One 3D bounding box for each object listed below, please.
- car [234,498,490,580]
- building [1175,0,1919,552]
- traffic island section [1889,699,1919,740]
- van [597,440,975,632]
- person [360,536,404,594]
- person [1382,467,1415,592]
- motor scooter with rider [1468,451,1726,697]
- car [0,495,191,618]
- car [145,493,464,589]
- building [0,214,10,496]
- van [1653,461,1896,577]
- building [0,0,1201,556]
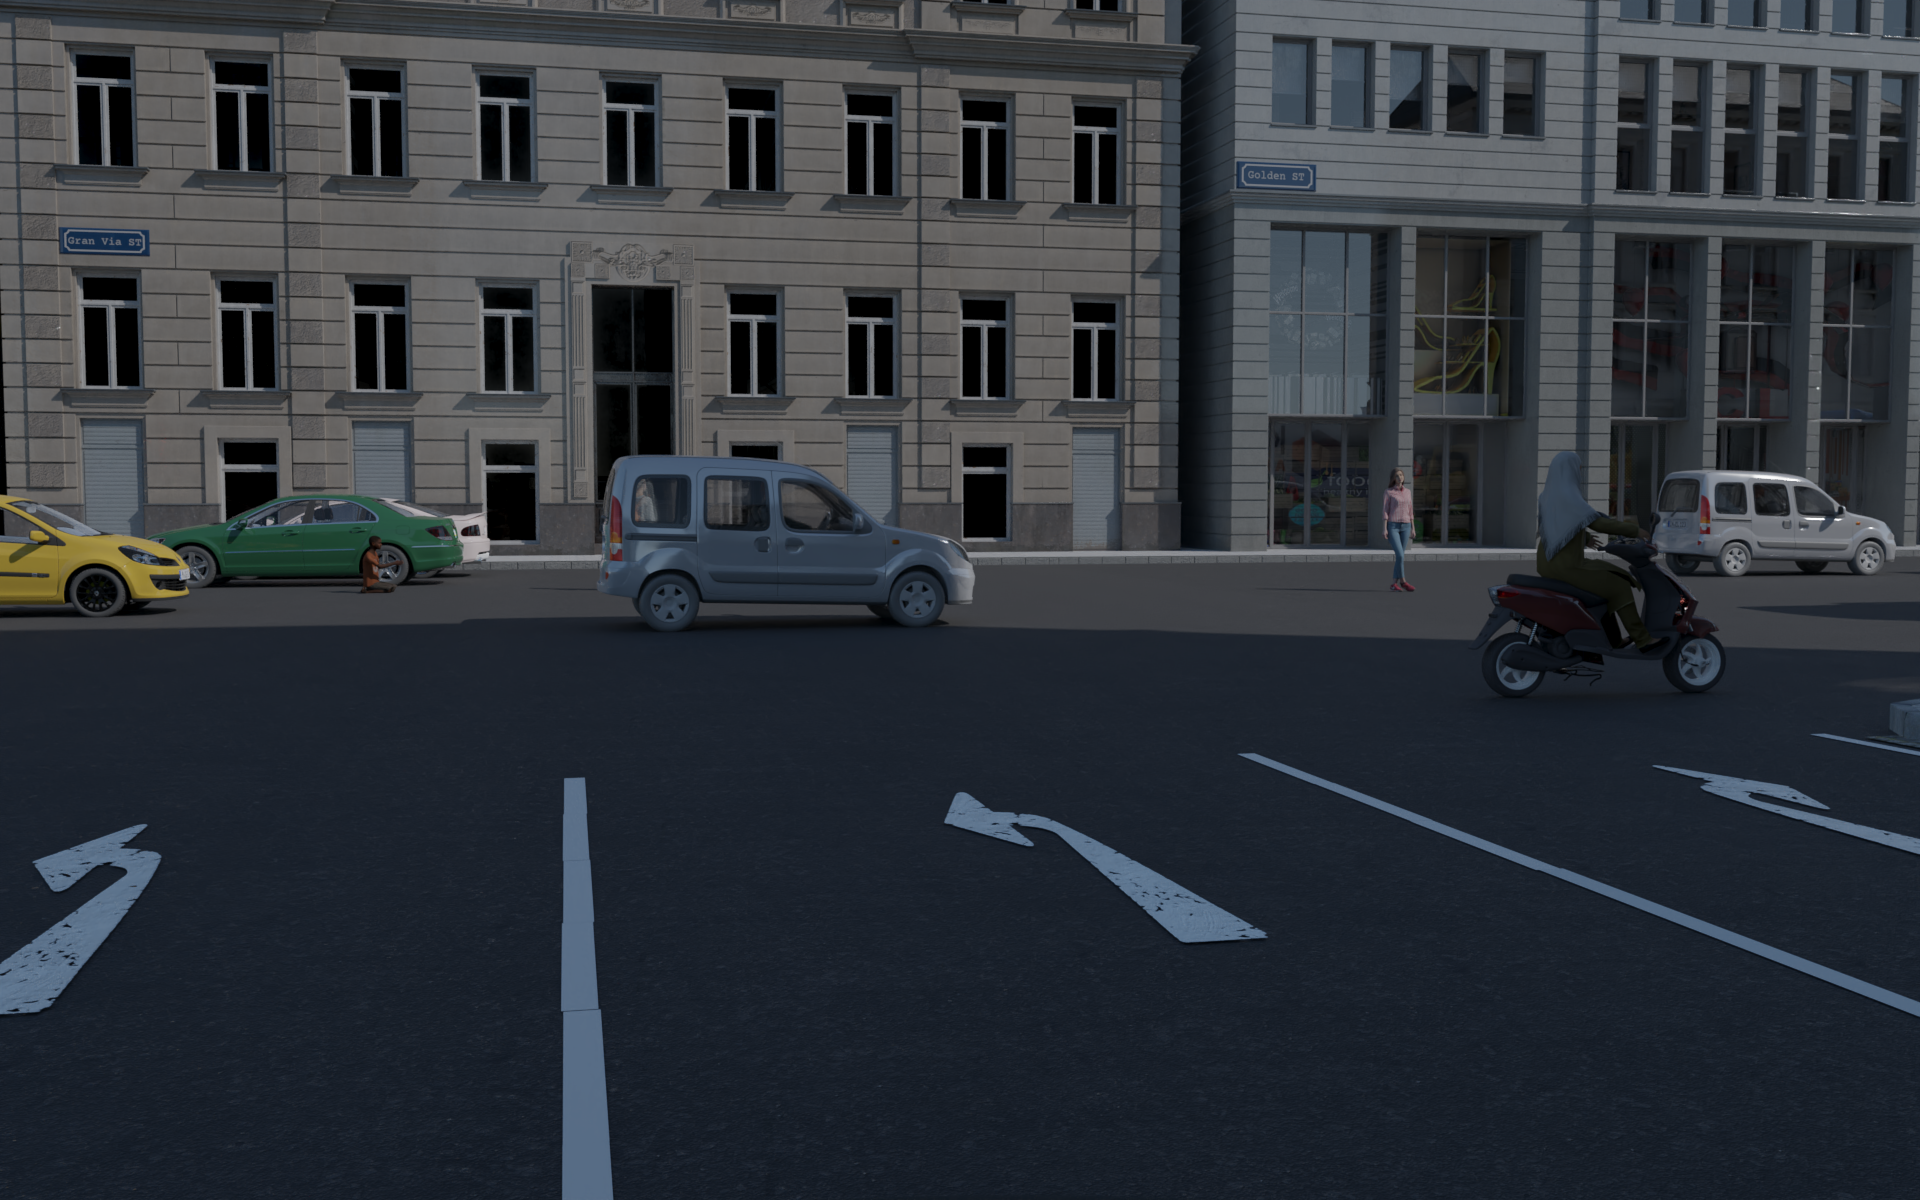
[{"bbox_3d":[-10.620,-1.074,29.914,4.827,1.381,2.083,-1,4,-12],"label":"car"},{"bbox_3d":[19.197,-16.429,46.101,29.804,29.767,11.434,-1,4,-13],"label":"building"},{"bbox_3d":[6.684,0.781,9.512,2.009,0.180,2.903,-1,4,-13],"label":"traffic island section"},{"bbox_3d":[-1.892,-0.735,19.024,4.112,2.044,2.013,-1,4,-14],"label":"van"},{"bbox_3d":[-8.414,-0.514,25.187,0.655,0.850,0.859,0,4,-4],"label":"person"},{"bbox_3d":[6.424,-1.035,25.431,0.555,1.821,0.388,-2,4,-29],"label":"person"},{"bbox_3d":[4.559,-0.203,12.283,1.986,1.779,0.876,-1,4,-11],"label":"motor scooter with rider"},{"bbox_3d":[-11.340,-0.634,20.596,3.980,1.641,2.015,-1,4,-12],"label":"car"},{"bbox_3d":[-10.388,-0.951,27.346,4.920,1.459,2.131,-1,4,-11],"label":"car"},{"bbox_3d":[-27.956,-12.644,36.400,15.834,23.373,12.332,-1,4,-13],"label":"building"},{"bbox_3d":[14.552,-1.461,30.896,4.112,2.044,2.013,-1,4,-11],"label":"van"},{"bbox_3d":[-8.077,-14.917,41.165,25.104,27.353,12.463,-1,4,-13],"label":"building"}]
